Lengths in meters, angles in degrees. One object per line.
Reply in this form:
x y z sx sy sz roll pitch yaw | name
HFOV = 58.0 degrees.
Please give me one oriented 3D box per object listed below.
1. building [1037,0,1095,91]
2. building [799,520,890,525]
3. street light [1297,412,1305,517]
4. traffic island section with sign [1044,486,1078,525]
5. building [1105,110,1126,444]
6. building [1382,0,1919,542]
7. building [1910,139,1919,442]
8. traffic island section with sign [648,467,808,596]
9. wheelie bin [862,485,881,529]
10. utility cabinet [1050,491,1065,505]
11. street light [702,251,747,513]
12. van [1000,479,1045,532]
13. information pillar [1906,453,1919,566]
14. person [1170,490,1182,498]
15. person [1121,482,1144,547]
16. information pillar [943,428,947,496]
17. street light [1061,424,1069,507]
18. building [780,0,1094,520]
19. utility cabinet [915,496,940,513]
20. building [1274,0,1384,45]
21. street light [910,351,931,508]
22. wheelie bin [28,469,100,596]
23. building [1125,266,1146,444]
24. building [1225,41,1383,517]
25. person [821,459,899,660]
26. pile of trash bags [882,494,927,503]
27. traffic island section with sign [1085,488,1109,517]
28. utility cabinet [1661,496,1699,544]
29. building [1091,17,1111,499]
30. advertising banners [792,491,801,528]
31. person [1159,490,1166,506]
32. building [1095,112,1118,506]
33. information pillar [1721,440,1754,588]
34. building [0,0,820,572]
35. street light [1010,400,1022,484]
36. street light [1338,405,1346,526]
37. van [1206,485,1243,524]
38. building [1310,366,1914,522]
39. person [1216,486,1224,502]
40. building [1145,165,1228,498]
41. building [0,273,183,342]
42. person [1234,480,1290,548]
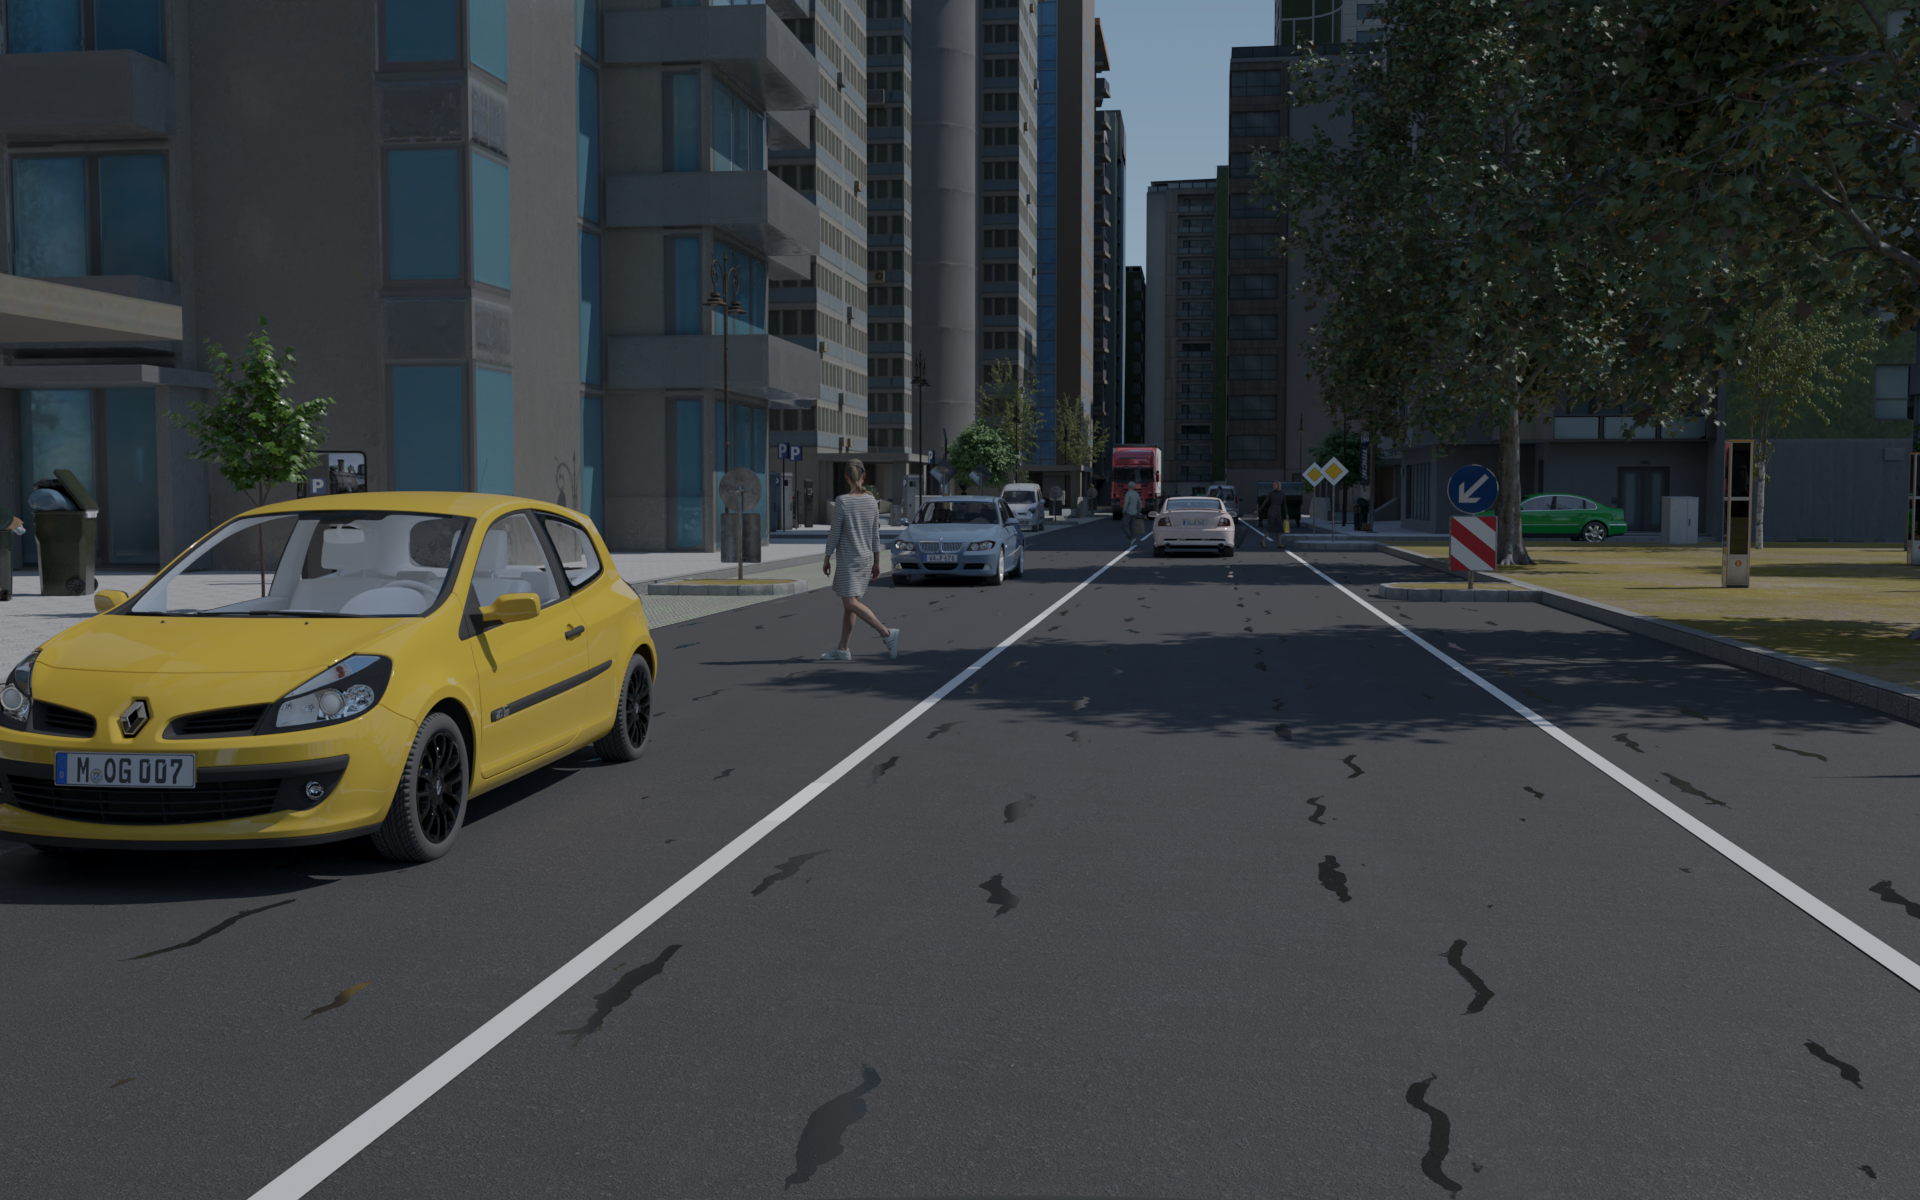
3.267 -29.816 137.607 14.600 45.320 14.200 0 4 8 | building
-17.444 -23.676 78.979 32.217 40.220 23.993 0 4 8 | building
19.281 -7.656 97.961 0.468 5.910 1.993 0 4 8 | street light
4.493 -4.405 80.657 1.989 1.847 2.006 0 4 8 | traffic island section with sign
11.577 -33.579 199.124 14.200 45.320 14.600 0 4 8 | building
21.646 -22.820 56.703 14.086 41.232 14.154 0 4 8 | building
51.477 -28.902 61.781 27.495 52.752 28.713 0 4 8 | building
-3.283 -1.011 25.162 1.989 1.847 2.006 0 4 8 | traffic island section with sign
-3.352 -3.370 63.011 0.980 1.594 0.693 -3 5 -43 | wheelie bin
7.192 -7.259 127.356 1.173 1.500 0.318 2 4 28 | utility cabinet
-4.471 -3.691 33.133 0.468 5.910 1.993 0 4 8 | street light
2.315 -3.646 66.626 2.013 2.044 4.112 0 4 7 | van
17.042 -1.606 30.749 0.304 2.012 0.304 1 4 14 | information pillar
19.356 -8.949 154.906 1.350 1.814 0.705 0 4 -1 | person
4.762 -2.350 47.401 0.515 1.767 0.782 3 5 44 | person
-0.536 -4.288 61.461 0.183 3.616 0.504 -1 4 -10 | information pillar
7.011 -8.702 115.067 0.468 5.910 1.993 0 4 8 | street light
-7.939 -25.567 109.896 32.217 40.220 23.993 0 4 8 | building
-1.199 -3.353 65.979 1.020 1.237 0.306 0 4 3 | utility cabinet
42.913 -46.017 190.623 20.563 71.187 20.611 0 4 8 | building
-1.277 -5.089 55.991 0.468 5.910 1.993 0 4 8 | street light
-11.349 -0.858 21.939 0.693 1.594 0.980 -1 4 -13 | wheelie bin
16.474 -27.455 220.596 14.107 30.474 14.160 0 4 8 | building
24.785 -20.987 114.833 14.160 30.474 14.107 0 4 8 | building
-0.853 -0.342 14.835 0.760 1.731 0.466 1 4 18 | person
-2.960 -5.296 96.345 3.447 1.369 1.912 -1 4 -19 | pile of trash bags
8.272 -6.057 107.654 1.989 1.847 2.006 0 4 8 | traffic island section with sign
18.654 -2.062 44.871 1.020 1.237 0.306 -2 4 -25 | utility cabinet
2.346 -30.877 159.455 22.147 44.769 28.867 0 4 8 | building
-6.912 -4.239 65.491 2.074 3.025 0.090 2 4 27 | advertising banners
17.265 -8.465 147.625 0.721 1.743 1.217 -1 4 -22 | person
9.018 -30.436 181.225 14.154 41.232 14.086 0 4 8 | building
10.638 -1.175 23.706 0.304 2.012 0.304 1 4 12 | information pillar
-19.143 -25.610 38.333 30.456 49.044 23.786 0 4 8 | building
2.780 -6.888 85.414 0.468 5.910 1.993 0 4 8 | street light
15.220 -5.856 68.539 0.468 5.910 1.993 0 4 8 | street light
12.815 -4.751 84.682 2.013 2.044 4.112 1 4 9 | van
34.388 -24.092 85.788 32.217 40.220 23.993 0 4 8 | building
12.184 -4.422 80.830 0.654 1.822 0.581 1 4 9 | person
30.430 -32.703 218.290 14.086 41.232 14.154 0 4 8 | building
-22.748 -25.361 3.884 28.713 52.752 27.495 0 4 8 | building
7.996 -2.275 45.906 1.509 1.804 0.699 2 4 29 | person
